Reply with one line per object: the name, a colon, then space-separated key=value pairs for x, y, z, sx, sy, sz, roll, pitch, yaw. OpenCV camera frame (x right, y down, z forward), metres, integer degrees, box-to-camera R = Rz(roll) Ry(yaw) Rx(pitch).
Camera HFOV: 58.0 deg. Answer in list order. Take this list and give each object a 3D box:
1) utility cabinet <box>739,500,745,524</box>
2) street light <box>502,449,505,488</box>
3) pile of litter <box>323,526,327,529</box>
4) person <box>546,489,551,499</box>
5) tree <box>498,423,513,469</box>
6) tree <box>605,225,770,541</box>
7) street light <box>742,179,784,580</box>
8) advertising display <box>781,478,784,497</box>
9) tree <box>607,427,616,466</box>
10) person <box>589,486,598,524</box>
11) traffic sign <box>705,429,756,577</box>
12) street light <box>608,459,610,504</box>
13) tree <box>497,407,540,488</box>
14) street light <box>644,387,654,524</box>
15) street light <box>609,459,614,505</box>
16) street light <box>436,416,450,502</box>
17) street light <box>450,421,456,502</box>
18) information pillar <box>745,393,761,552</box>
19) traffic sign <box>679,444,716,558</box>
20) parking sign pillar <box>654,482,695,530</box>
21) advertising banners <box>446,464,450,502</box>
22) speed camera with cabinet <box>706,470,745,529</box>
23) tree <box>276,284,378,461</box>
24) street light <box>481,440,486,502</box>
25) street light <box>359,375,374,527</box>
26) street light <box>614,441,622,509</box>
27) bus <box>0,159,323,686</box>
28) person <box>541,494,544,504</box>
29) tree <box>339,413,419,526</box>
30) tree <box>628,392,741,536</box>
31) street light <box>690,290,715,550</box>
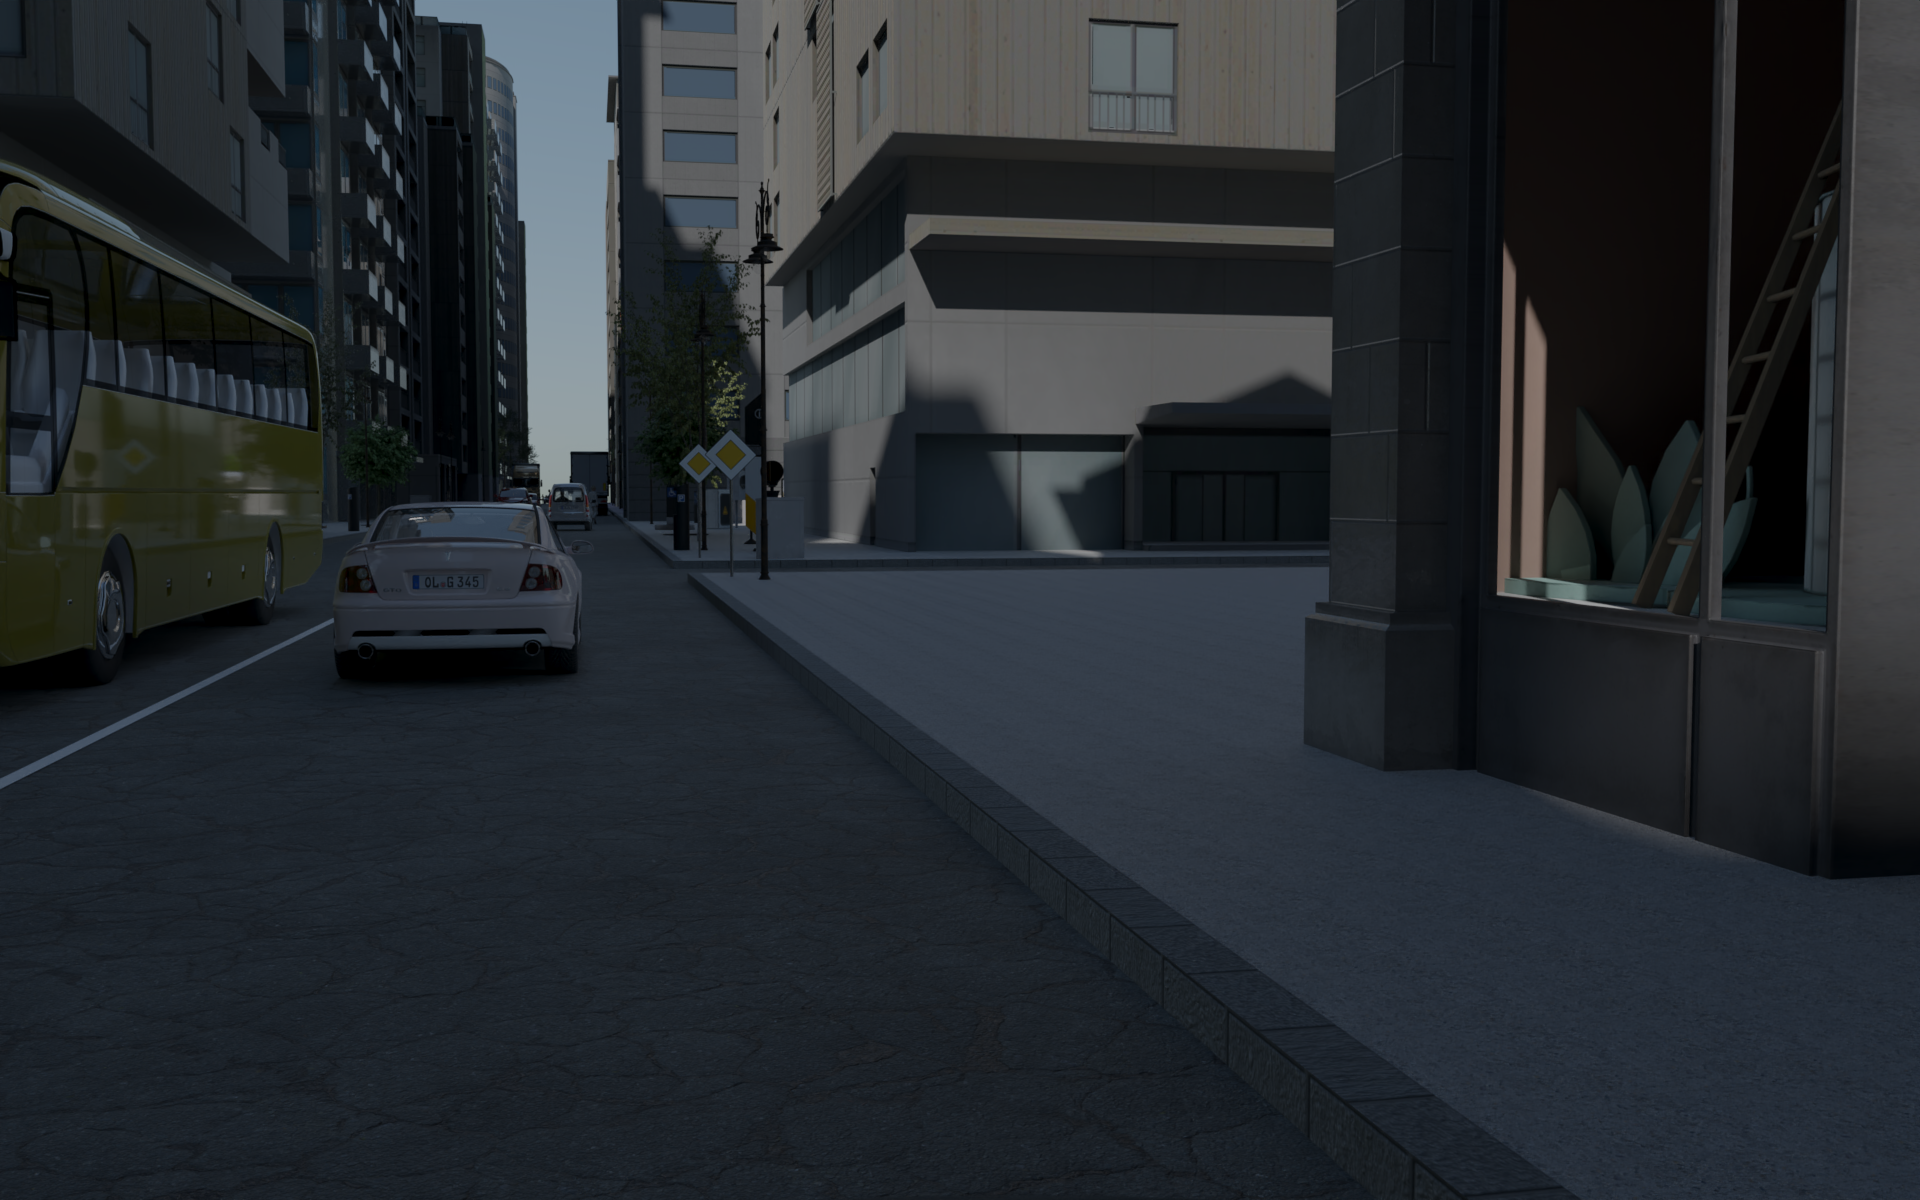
utility cabinet: x=-9.122 y=-3.867 z=74.383 sx=0.306 sy=1.237 sz=1.020 roll=0 pitch=4 yaw=4
street light: x=-46.043 y=-12.371 z=175.050 sx=0.468 sy=5.910 sz=1.993 roll=-1 pitch=4 yaw=-12
pile of litter: x=-24.457 y=-3.108 z=64.786 sx=1.719 sy=0.858 sz=1.176 roll=2 pitch=4 yaw=35
person: x=-35.799 y=-8.705 z=150.690 sx=0.599 sy=1.838 sz=0.709 roll=-2 pitch=4 yaw=-24
tree: x=-46.242 y=-13.471 z=170.615 sx=4.737 sy=8.622 sz=4.395 roll=0 pitch=3 yaw=0
tree: x=-7.295 y=-5.894 z=46.722 sx=4.737 sy=8.622 sz=4.395 roll=0 pitch=3 yaw=0
street light: x=-2.930 y=-3.242 z=25.792 sx=0.468 sy=5.910 sz=1.993 roll=-1 pitch=4 yaw=-12
advertising display: x=-6.725 y=-3.931 z=69.493 sx=0.974 sy=1.923 sz=0.123 roll=-3 pitch=4 yaw=-36
tree: x=-37.056 y=-14.718 z=190.993 sx=4.360 sy=8.622 sz=3.978 roll=0 pitch=3 yaw=0
person: x=-17.695 y=-4.598 z=83.552 sx=0.514 sy=1.842 sz=0.818 roll=1 pitch=4 yaw=13
traffic sign: x=-3.546 y=-1.418 z=26.827 sx=0.795 sy=2.450 sz=0.064 roll=-1 pitch=4 yaw=-12
street light: x=-39.357 y=-13.658 z=196.094 sx=0.468 sy=5.910 sz=1.993 roll=-1 pitch=4 yaw=-12
tree: x=-47.580 y=-15.143 z=181.992 sx=8.767 sy=10.594 sz=7.601 roll=3 pitch=5 yaw=42
street light: x=-13.124 y=-6.162 z=73.530 sx=0.468 sy=5.910 sz=1.993 roll=-1 pitch=4 yaw=-12
street light: x=-36.416 y=-12.834 z=182.623 sx=0.468 sy=5.910 sz=1.993 roll=-1 pitch=4 yaw=-12
street light: x=-30.228 y=-7.835 z=100.891 sx=0.468 sy=5.910 sz=1.993 roll=-1 pitch=4 yaw=-12
street light: x=-31.556 y=-8.239 z=107.502 sx=0.468 sy=5.910 sz=1.993 roll=-1 pitch=4 yaw=-12
information pillar: x=-4.538 y=-2.890 z=38.612 sx=0.504 sy=3.616 sz=0.183 roll=-1 pitch=4 yaw=-10
traffic sign: x=-5.217 y=-1.896 z=34.636 sx=0.795 sy=2.450 sz=0.064 roll=-1 pitch=4 yaw=-12
parking sign pillar: x=-10.256 y=-4.508 z=62.175 sx=1.447 sy=3.967 sz=1.447 roll=0 pitch=4 yaw=-1
advertising banners: x=-28.767 y=-6.189 z=97.375 sx=0.090 sy=3.025 sz=2.074 roll=-1 pitch=4 yaw=-10
speed camera with cabinet: x=-8.615 y=-4.273 z=64.196 sx=0.660 sy=3.252 sz=2.038 roll=2 pitch=4 yaw=27
tree: x=-22.788 y=-6.789 z=61.364 sx=4.360 sy=8.622 sz=3.978 roll=0 pitch=3 yaw=0
street light: x=-38.862 y=-10.304 z=141.263 sx=0.468 sy=5.910 sz=1.993 roll=-1 pitch=4 yaw=-12
street light: x=-22.761 y=-5.726 z=66.412 sx=0.468 sy=5.910 sz=1.993 roll=-1 pitch=4 yaw=-12
street light: x=-29.248 y=-10.767 z=148.833 sx=0.468 sy=5.910 sz=1.993 roll=-1 pitch=4 yaw=-12
bus: x=-8.195 y=-1.491 z=15.930 sx=2.896 sy=3.916 sz=12.252 roll=-1 pitch=4 yaw=-11
person: x=-57.837 y=-13.983 z=240.337 sx=0.599 sy=1.433 sz=0.991 roll=3 pitch=5 yaw=43
tree: x=-23.737 y=-5.316 z=70.629 sx=4.285 sy=4.588 sz=4.351 roll=0 pitch=3 yaw=0
tree: x=-8.661 y=-4.307 z=54.134 sx=4.285 sy=4.588 sz=4.351 roll=0 pitch=3 yaw=0
street light: x=-5.833 y=-4.070 z=39.333 sx=0.468 sy=5.910 sz=1.993 roll=-1 pitch=4 yaw=-12
